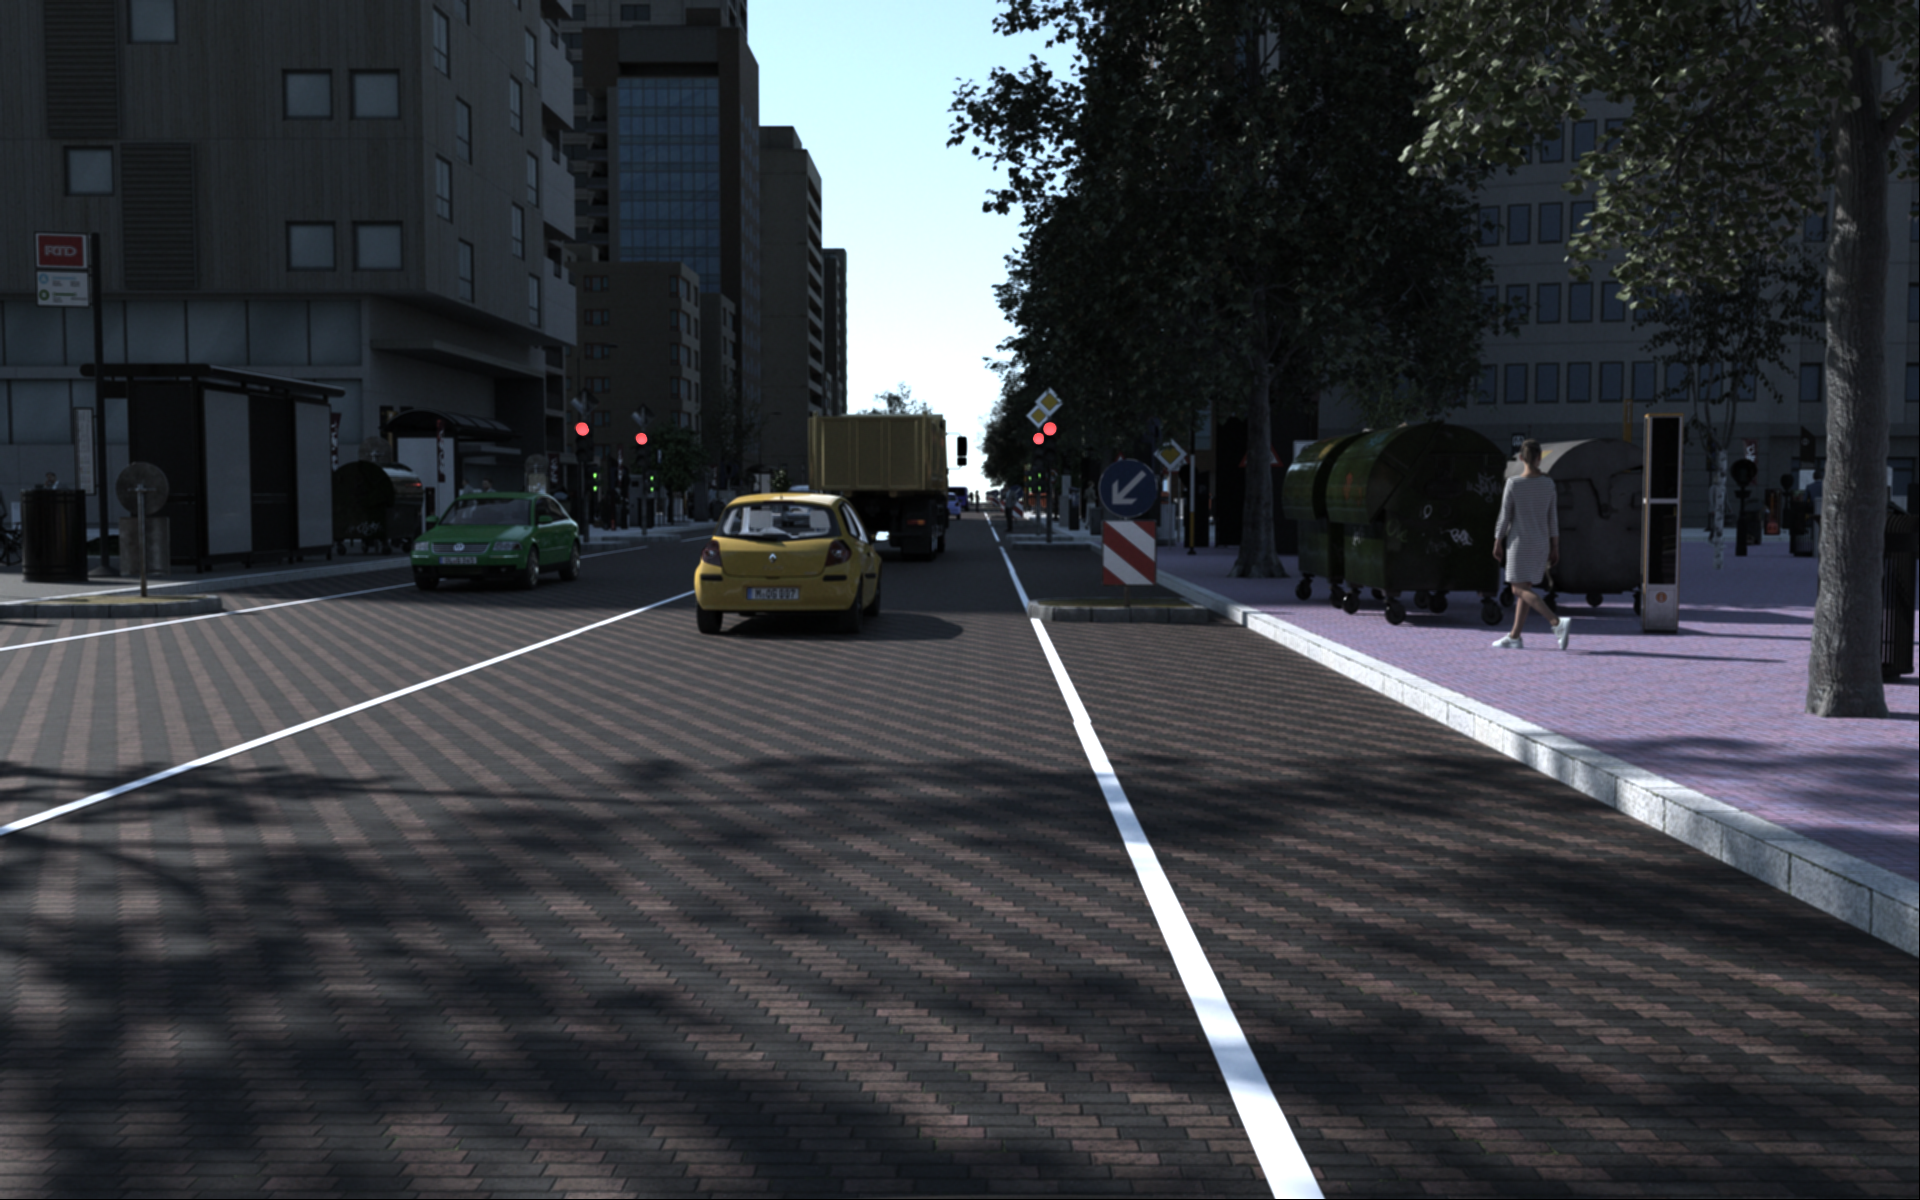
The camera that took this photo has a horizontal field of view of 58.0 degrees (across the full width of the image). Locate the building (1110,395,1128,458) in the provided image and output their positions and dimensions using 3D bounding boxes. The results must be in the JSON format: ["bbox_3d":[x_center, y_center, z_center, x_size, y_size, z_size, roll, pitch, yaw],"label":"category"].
[{"bbox_3d":[28.961,-35.327,166.843,28.713,52.752,27.495,0,4,1],"label":"building"}]

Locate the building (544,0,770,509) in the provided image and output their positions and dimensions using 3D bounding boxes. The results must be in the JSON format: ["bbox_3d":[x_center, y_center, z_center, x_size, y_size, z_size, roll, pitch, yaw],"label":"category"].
[{"bbox_3d":[-30.677,-45.429,181.018,20.563,71.187,20.611,0,4,1],"label":"building"}]

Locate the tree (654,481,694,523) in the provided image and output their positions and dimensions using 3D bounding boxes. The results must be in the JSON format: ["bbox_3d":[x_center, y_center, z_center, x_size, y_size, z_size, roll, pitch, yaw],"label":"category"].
[{"bbox_3d":[-12.715,-5.109,78.139,1.663,3.219,1.824,0,3,0],"label":"tree"}]

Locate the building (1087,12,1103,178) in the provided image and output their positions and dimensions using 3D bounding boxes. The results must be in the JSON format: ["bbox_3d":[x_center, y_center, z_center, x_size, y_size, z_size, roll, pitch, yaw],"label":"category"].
[{"bbox_3d":[26.755,-57.251,248.725,22.319,86.520,31.000,0,4,1],"label":"building"}]

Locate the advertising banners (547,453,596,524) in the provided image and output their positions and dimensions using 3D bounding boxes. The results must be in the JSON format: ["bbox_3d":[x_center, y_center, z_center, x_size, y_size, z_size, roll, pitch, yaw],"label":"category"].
[{"bbox_3d":[-16.505,-4.738,73.647,2.074,3.025,0.090,0,4,3],"label":"advertising banners"}]

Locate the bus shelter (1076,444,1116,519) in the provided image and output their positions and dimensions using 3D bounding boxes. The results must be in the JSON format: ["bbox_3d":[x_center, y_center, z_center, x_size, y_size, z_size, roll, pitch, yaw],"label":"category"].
[{"bbox_3d":[6.575,-5.701,84.501,1.731,3.624,6.357,0,4,0],"label":"bus shelter"}]

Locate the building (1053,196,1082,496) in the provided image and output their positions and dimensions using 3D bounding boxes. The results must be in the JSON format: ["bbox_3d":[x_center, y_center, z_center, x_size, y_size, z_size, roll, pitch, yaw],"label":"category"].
[{"bbox_3d":[25.446,-39.905,276.149,21.300,48.544,21.600,0,4,1],"label":"building"}]

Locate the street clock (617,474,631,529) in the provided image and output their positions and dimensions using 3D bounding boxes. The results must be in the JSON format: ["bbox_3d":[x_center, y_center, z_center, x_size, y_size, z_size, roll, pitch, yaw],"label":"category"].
[{"bbox_3d":[-12.255,-3.583,63.151,0.471,2.002,0.358,2,4,31],"label":"street clock"}]

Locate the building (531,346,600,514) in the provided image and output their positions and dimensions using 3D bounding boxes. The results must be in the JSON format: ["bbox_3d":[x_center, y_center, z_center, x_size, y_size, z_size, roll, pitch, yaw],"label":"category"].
[{"bbox_3d":[-33.688,-40.873,106.524,20.563,71.187,20.611,0,4,1],"label":"building"}]

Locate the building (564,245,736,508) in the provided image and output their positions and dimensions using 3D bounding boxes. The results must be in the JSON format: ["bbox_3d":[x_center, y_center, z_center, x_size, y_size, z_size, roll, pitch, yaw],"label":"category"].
[{"bbox_3d":[-34.391,-18.256,143.529,27.650,21.520,28.899,0,4,1],"label":"building"}]

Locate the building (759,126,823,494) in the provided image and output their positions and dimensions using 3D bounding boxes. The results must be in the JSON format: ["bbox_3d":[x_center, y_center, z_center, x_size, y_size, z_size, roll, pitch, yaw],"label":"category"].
[{"bbox_3d":[-29.948,-37.177,231.551,21.300,48.544,21.600,0,4,1],"label":"building"}]

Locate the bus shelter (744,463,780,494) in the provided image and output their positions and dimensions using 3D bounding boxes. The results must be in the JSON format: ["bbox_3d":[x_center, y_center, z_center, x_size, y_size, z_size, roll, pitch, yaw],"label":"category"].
[{"bbox_3d":[-13.259,-7.547,117.309,2.014,3.302,5.546,0,4,1],"label":"bus shelter"}]

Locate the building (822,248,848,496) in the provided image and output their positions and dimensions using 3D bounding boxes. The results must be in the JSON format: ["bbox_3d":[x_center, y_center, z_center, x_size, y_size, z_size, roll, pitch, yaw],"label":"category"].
[{"bbox_3d":[-25.714,-36.487,280.157,14.154,41.232,14.086,0,4,1],"label":"building"}]

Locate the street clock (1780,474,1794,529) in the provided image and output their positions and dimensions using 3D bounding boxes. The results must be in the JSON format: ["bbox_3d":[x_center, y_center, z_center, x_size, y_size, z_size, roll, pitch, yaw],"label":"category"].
[{"bbox_3d":[30.162,-3.586,63.202,0.358,2.002,0.471,0,4,-8],"label":"street clock"}]

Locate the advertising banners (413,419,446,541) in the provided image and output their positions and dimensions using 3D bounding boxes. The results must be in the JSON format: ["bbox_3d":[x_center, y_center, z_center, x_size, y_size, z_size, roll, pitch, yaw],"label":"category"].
[{"bbox_3d":[-12.226,-2.674,39.903,0.090,3.025,2.074,0,4,6],"label":"advertising banners"}]

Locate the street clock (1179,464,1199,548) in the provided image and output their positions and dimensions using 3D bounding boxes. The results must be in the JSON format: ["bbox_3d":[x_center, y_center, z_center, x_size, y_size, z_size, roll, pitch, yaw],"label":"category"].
[{"bbox_3d":[5.464,-2.254,41.428,0.471,2.002,0.358,1,4,10],"label":"street clock"}]

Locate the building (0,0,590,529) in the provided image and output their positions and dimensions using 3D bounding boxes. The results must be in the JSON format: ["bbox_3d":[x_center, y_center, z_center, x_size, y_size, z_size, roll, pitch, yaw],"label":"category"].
[{"bbox_3d":[-32.605,-29.691,74.681,28.713,52.752,27.495,0,4,1],"label":"building"}]

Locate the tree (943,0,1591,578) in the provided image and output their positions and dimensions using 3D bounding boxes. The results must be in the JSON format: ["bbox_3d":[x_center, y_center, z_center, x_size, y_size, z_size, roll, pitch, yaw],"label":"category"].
[{"bbox_3d":[4.597,-6.704,26.613,9.611,12.733,9.660,0,3,0],"label":"tree"}]

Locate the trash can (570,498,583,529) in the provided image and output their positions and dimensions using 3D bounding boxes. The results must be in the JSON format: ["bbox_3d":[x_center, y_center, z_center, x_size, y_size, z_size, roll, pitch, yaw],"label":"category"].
[{"bbox_3d":[-13.974,-3.161,63.328,0.748,1.137,0.748,0,3,0],"label":"trash can"}]

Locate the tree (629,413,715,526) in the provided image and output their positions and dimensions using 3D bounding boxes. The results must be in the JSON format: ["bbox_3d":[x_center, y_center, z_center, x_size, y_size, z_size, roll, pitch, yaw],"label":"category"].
[{"bbox_3d":[-11.663,-5.306,70.463,4.285,4.588,4.351,0,3,0],"label":"tree"}]

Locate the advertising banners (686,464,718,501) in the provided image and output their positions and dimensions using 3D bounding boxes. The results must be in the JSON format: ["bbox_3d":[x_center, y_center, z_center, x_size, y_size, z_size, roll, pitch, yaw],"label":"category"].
[{"bbox_3d":[-14.995,-6.407,100.942,2.074,3.025,0.090,-3,4,-36],"label":"advertising banners"}]

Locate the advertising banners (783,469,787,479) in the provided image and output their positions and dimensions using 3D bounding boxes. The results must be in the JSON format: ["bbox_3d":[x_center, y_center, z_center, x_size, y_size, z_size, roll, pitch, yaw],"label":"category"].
[{"bbox_3d":[-11.835,-7.781,123.415,2.074,3.025,0.090,-1,4,-22],"label":"advertising banners"}]

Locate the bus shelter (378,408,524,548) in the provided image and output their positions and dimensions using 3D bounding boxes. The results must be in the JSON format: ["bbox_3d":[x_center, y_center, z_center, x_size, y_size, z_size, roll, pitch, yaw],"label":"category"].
[{"bbox_3d":[-12.725,-3.047,43.744,2.014,3.302,5.546,0,4,0],"label":"bus shelter"}]

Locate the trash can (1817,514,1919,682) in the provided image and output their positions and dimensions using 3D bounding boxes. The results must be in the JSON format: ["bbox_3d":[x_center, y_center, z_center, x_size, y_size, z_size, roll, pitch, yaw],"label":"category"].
[{"bbox_3d":[6.268,-0.020,11.984,0.748,1.137,0.748,0,3,0],"label":"trash can"}]

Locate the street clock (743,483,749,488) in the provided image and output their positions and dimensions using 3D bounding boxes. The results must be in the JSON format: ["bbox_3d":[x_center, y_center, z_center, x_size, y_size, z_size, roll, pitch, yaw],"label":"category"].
[{"bbox_3d":[-13.201,-6.271,107.105,0.358,2.002,0.471,3,5,40],"label":"street clock"}]

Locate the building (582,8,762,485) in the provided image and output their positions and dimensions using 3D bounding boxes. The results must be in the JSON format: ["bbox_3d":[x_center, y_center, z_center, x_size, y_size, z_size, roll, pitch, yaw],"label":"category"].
[{"bbox_3d":[-26.722,-31.455,164.397,14.600,45.320,14.200,0,4,1],"label":"building"}]

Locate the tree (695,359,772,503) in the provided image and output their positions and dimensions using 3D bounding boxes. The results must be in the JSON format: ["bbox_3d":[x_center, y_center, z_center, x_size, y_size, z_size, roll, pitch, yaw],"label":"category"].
[{"bbox_3d":[-12.397,-8.755,93.507,4.360,8.622,3.978,0,3,0],"label":"tree"}]

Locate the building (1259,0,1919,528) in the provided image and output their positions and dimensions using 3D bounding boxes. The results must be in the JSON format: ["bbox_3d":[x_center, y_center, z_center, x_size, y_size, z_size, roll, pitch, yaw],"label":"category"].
[{"bbox_3d":[28.287,-32.513,73.588,28.212,58.520,21.231,0,4,1],"label":"building"}]

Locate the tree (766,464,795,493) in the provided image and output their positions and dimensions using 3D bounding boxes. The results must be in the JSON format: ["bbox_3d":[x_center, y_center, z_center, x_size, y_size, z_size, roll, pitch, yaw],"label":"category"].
[{"bbox_3d":[-11.488,-7.227,112.758,1.663,3.219,1.824,0,3,0],"label":"tree"}]

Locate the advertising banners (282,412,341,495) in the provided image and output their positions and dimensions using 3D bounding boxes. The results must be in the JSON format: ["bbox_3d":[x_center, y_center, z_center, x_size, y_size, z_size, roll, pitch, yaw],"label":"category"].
[{"bbox_3d":[-13.658,-2.459,36.400,0.090,3.025,2.074,1,4,19],"label":"advertising banners"}]

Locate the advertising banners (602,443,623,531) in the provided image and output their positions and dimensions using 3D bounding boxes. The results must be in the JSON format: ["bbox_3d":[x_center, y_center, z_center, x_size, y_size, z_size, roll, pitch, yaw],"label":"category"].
[{"bbox_3d":[-12.178,-3.948,60.743,0.090,3.025,2.074,-2,4,-31],"label":"advertising banners"}]

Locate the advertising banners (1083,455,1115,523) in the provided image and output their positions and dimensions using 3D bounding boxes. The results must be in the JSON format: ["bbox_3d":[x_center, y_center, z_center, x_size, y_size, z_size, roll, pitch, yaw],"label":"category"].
[{"bbox_3d":[6.101,-4.888,76.108,0.090,3.025,2.074,-3,4,-36],"label":"advertising banners"}]

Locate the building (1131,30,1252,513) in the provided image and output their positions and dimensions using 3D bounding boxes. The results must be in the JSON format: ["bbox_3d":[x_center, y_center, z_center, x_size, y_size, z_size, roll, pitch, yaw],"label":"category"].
[{"bbox_3d":[21.983,-30.350,146.326,14.600,45.320,14.200,0,4,1],"label":"building"}]

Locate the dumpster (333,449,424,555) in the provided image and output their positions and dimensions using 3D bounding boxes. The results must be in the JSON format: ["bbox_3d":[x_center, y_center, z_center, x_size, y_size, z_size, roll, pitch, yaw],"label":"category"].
[{"bbox_3d":[-12.480,-2.106,36.929,1.502,2.255,1.985,0,4,1],"label":"dumpster"}]

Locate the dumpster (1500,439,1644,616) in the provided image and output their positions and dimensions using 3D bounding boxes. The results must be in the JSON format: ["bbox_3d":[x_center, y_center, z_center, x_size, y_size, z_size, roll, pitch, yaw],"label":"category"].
[{"bbox_3d":[6.729,-0.807,18.948,1.264,1.857,1.865,0,4,0],"label":"dumpster"}]

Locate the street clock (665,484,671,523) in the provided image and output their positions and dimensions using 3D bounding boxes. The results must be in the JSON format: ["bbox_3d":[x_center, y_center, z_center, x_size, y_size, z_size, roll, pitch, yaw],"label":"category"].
[{"bbox_3d":[-12.892,-4.427,76.953,0.471,2.002,0.358,-2,4,-31],"label":"street clock"}]

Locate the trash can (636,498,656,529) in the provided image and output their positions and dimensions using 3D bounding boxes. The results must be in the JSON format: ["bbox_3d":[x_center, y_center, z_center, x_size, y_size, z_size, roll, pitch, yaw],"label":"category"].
[{"bbox_3d":[-11.683,-3.232,64.498,0.748,1.137,0.748,0,3,0],"label":"trash can"}]

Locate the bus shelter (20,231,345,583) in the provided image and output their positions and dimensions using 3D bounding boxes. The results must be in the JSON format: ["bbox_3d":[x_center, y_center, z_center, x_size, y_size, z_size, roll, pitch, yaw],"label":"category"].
[{"bbox_3d":[-13.040,-3.158,29.269,2.179,5.291,8.768,0,4,0],"label":"bus shelter"}]

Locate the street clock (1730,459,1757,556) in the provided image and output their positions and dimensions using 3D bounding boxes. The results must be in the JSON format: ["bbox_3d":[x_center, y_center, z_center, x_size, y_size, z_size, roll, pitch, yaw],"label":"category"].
[{"bbox_3d":[16.183,-1.911,35.820,0.471,2.002,0.358,1,4,12],"label":"street clock"}]

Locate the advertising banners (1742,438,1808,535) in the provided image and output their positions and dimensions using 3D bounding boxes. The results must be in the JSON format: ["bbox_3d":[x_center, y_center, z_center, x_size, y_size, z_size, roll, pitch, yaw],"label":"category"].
[{"bbox_3d":[25.386,-3.536,53.997,2.074,3.025,0.090,0,4,4],"label":"advertising banners"}]

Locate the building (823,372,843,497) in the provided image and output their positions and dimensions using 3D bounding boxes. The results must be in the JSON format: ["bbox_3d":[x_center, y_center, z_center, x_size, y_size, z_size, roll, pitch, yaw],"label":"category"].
[{"bbox_3d":[-32.458,-25.306,258.791,27.650,21.520,28.899,0,4,1],"label":"building"}]

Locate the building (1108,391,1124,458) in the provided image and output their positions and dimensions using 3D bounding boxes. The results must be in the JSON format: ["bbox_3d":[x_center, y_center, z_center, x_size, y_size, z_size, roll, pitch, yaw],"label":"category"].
[{"bbox_3d":[22.486,-30.857,188.112,14.154,41.232,14.086,0,4,1],"label":"building"}]

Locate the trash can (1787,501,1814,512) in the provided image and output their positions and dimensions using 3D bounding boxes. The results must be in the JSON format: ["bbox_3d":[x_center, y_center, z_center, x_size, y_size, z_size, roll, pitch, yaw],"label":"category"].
[{"bbox_3d":[17.349,-1.458,35.495,0.748,1.137,0.748,0,3,0],"label":"trash can"}]

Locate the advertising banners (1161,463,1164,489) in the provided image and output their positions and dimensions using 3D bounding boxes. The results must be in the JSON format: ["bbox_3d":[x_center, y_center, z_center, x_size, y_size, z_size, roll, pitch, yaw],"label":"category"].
[{"bbox_3d":[9.365,-5.591,87.593,2.074,3.025,0.090,1,4,18],"label":"advertising banners"}]

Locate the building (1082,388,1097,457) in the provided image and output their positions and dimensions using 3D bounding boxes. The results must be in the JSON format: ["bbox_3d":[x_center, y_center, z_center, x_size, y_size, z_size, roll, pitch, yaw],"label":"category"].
[{"bbox_3d":[23.018,-27.906,227.959,14.160,30.474,14.107,0,4,1],"label":"building"}]

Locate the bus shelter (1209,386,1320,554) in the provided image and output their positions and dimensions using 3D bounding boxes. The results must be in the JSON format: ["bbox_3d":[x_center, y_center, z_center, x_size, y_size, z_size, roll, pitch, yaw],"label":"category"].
[{"bbox_3d":[6.619,-2.894,38.600,1.731,3.624,6.357,0,4,0],"label":"bus shelter"}]
